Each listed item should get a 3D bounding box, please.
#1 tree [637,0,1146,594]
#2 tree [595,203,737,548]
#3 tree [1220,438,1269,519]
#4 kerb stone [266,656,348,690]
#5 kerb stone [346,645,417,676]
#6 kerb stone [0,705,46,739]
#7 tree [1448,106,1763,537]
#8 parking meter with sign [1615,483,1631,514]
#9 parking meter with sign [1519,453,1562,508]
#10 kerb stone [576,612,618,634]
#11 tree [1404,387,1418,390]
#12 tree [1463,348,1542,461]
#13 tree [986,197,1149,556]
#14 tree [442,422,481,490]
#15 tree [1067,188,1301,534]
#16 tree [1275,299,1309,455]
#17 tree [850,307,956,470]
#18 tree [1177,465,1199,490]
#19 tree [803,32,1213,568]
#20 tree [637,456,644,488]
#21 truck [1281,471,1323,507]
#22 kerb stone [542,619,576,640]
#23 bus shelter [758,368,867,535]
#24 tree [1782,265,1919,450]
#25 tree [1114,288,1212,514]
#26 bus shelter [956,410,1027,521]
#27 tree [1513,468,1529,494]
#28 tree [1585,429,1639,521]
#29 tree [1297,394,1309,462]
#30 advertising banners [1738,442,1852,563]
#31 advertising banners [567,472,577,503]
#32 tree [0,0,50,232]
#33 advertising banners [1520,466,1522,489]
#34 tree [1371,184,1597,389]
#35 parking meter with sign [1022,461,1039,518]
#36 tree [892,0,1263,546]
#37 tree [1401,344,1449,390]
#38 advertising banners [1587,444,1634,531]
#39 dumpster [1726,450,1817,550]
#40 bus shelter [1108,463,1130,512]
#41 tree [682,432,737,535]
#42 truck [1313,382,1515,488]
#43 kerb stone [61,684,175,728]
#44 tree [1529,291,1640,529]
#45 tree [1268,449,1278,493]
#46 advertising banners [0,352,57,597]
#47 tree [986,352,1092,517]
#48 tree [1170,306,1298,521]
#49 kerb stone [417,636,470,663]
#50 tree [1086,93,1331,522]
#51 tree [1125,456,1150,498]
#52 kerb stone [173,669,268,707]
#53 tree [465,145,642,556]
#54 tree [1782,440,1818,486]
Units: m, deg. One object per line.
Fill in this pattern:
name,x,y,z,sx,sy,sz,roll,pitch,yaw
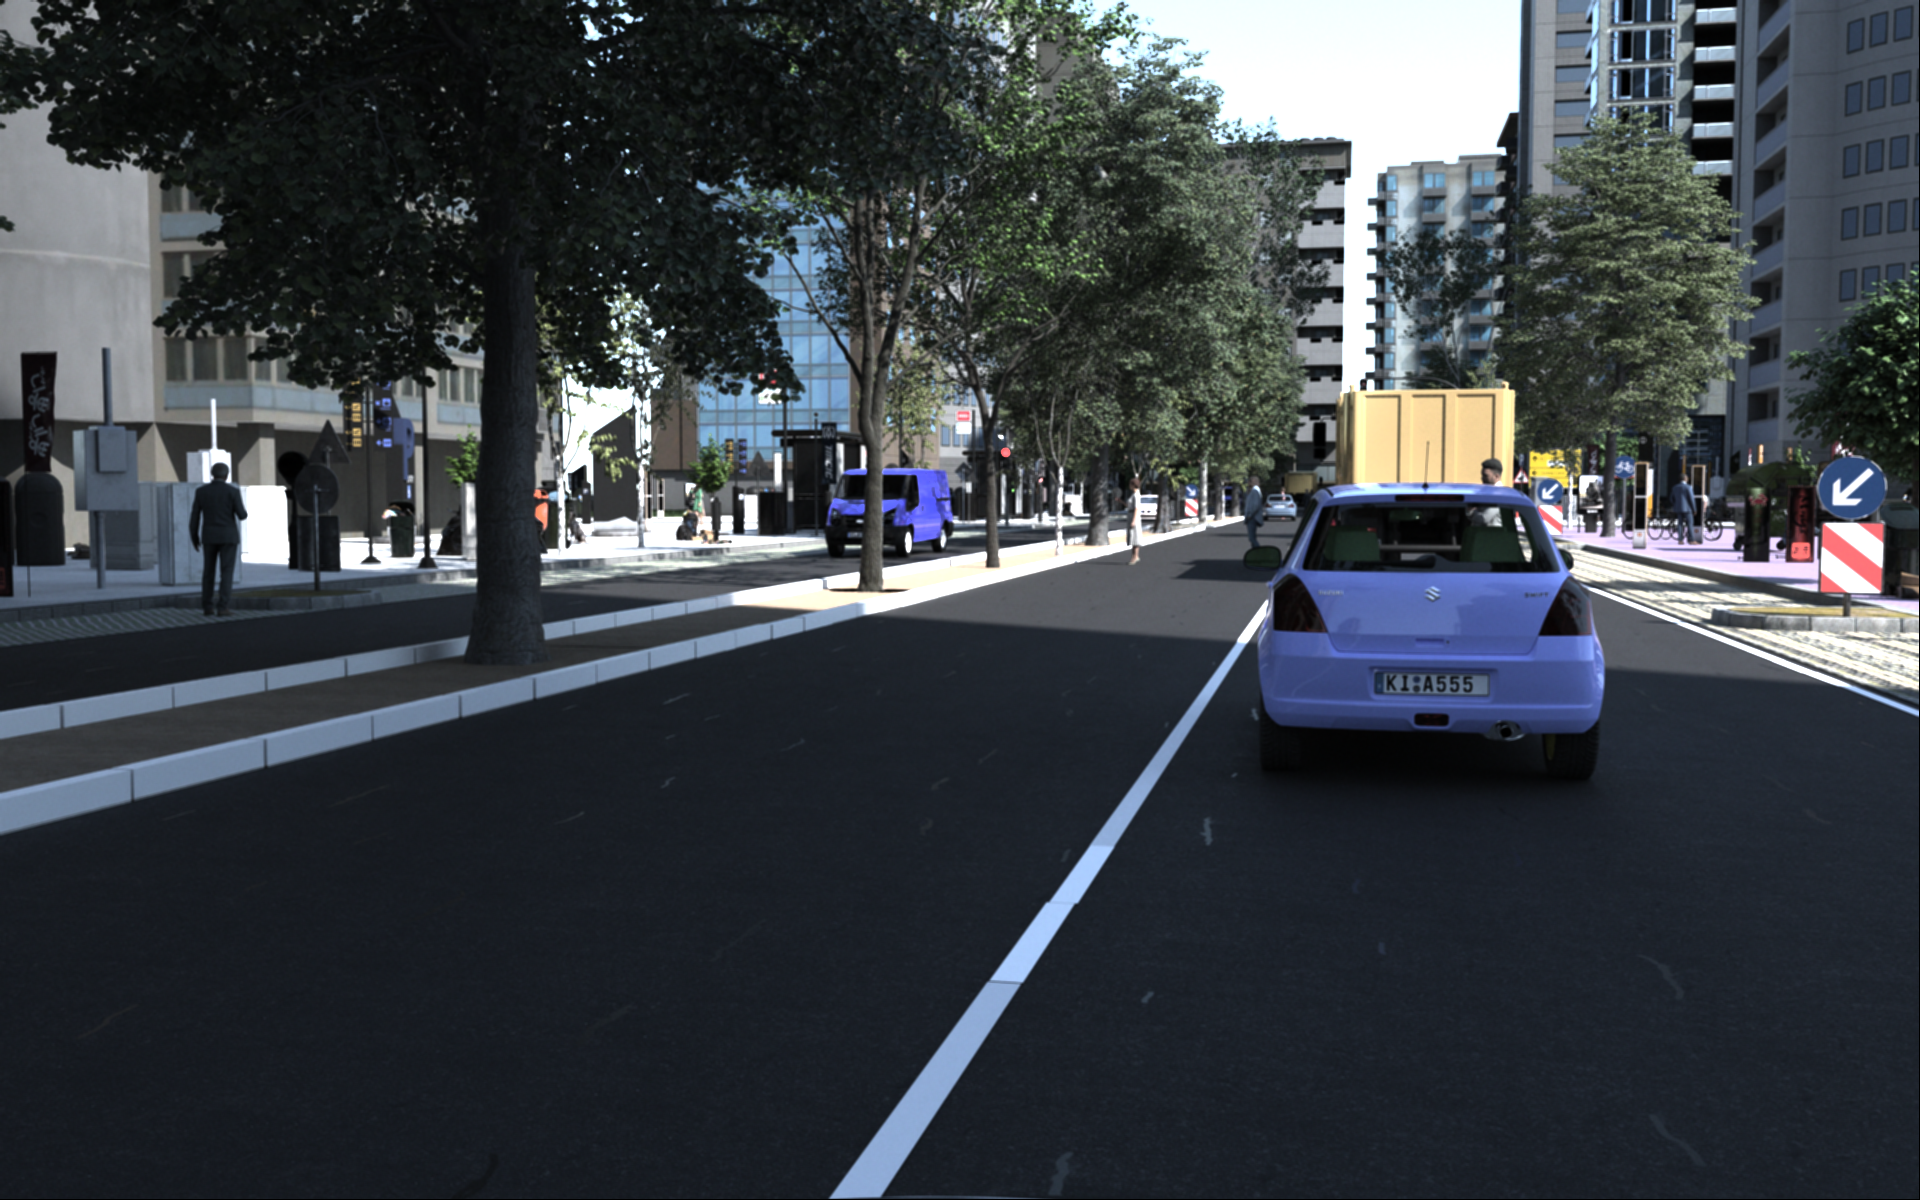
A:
tree,-1.218,-5.906,24.772,9.928,11.665,9.643,0,3,0
tree,-7.412,-5.562,41.304,4.360,8.622,3.978,0,3,0
tree,15.010,-8.904,98.404,4.737,8.622,4.395,0,3,0
kerb stone,-4.968,0.564,13.044,0.120,0.150,1.000,1,4,12
kerb stone,-4.741,0.498,14.046,0.120,0.150,1.000,1,4,12
kerb stone,-5.633,0.743,10.046,0.120,0.150,1.000,1,4,12
tree,19.722,-8.133,51.105,7.486,12.596,7.792,0,3,0
parking meter with sign,42.409,-7.024,111.110,1.738,3.016,0.543,-2,4,-26
parking meter with sign,24.923,-4.777,74.368,1.738,3.016,0.543,0,4,-7
kerb stone,-3.855,0.254,18.043,0.120,0.150,1.000,1,4,12
tree,48.034,-16.243,182.577,9.611,12.733,9.660,0,3,0
tree,27.435,-8.435,88.276,4.737,8.622,4.395,0,3,0
tree,2.309,-5.324,39.859,4.360,8.622,3.978,0,3,0
tree,-13.326,-3.213,47.139,1.663,3.219,1.824,0,3,0
tree,7.325,-8.729,62.184,9.611,12.733,9.660,0,3,0
tree,16.943,-12.068,106.431,9.857,13.997,8.962,0,3,0
tree,-1.816,-7.070,65.956,4.737,8.622,4.395,0,3,0
tree,24.391,-12.180,182.852,4.285,4.588,4.351,0,3,0
tree,0.735,-5.906,33.435,8.767,10.594,7.601,1,4,12
tree,-23.017,-8.239,118.413,4.285,4.588,4.351,0,3,0
truck,28.663,-9.147,145.478,3.469,3.379,9.791,1,4,12
kerb stone,-4.078,0.318,17.046,0.120,0.150,1.000,1,4,12
bus shelter,-4.812,-4.901,57.771,2.179,5.291,8.768,1,4,12
tree,13.350,-2.466,24.028,4.285,4.588,4.351,0,3,0
tree,5.644,-6.228,54.653,4.737,8.622,4.395,0,3,0
bus shelter,1.439,-6.577,85.169,2.179,5.291,8.768,1,4,13
tree,37.650,-7.431,116.096,1.663,3.219,1.824,0,3,0
tree,31.605,-6.087,83.240,4.285,4.588,4.351,0,3,0
tree,22.714,-12.966,132.580,7.486,12.596,7.792,0,3,0
advertising banners,15.688,-2.211,32.337,2.074,3.025,0.090,1,4,13
advertising banners,-31.062,-8.718,138.719,0.090,3.025,2.074,1,4,11
tree,-12.178,-5.998,16.200,7.486,12.596,7.792,0,3,0
advertising banners,29.398,-5.822,91.376,0.090,3.025,2.074,2,4,35
tree,32.202,-15.347,106.810,12.611,20.169,13.585,0,3,0
parking meter with sign,3.535,-5.842,91.778,1.738,3.016,0.543,-2,4,-35
tree,3.799,-8.454,47.336,9.857,13.997,8.962,0,3,0
tree,36.705,-13.041,131.342,7.486,12.596,7.792,0,3,0
advertising banners,22.770,-3.939,60.587,0.090,3.025,2.074,-2,4,-32
dumpster,18.114,-2.214,38.691,1.502,2.255,1.985,1,4,12
bus shelter,11.451,-8.447,129.399,1.731,3.624,6.357,1,4,13
tree,-7.904,-3.650,54.284,1.663,3.219,1.824,0,3,0
truck,8.146,-2.168,31.366,3.469,3.379,9.791,1,4,11
kerb stone,-5.403,0.682,11.042,0.120,0.150,1.000,1,4,12
tree,22.780,-6.938,63.803,4.360,8.622,3.978,0,3,0
tree,21.377,-10.627,126.572,4.737,8.622,4.395,0,3,0
advertising banners,-12.098,-1.555,21.609,2.074,3.025,0.090,1,4,14
tree,4.800,-10.958,97.295,7.486,12.596,7.792,0,3,0
tree,13.687,-10.495,92.170,7.486,12.596,7.792,0,3,0
kerb stone,-4.519,0.441,15.043,0.120,0.150,1.000,1,4,12
tree,10.403,-13.672,81.883,12.611,20.169,13.585,0,3,0
tree,13.376,-9.427,137.848,4.285,4.588,4.351,0,3,0
kerb stone,-5.188,0.621,12.041,0.120,0.150,1.000,1,4,12
tree,-8.162,-5.186,35.149,4.737,8.622,4.395,0,3,0
tree,29.903,-4.112,61.827,1.663,3.219,1.824,0,3,0
